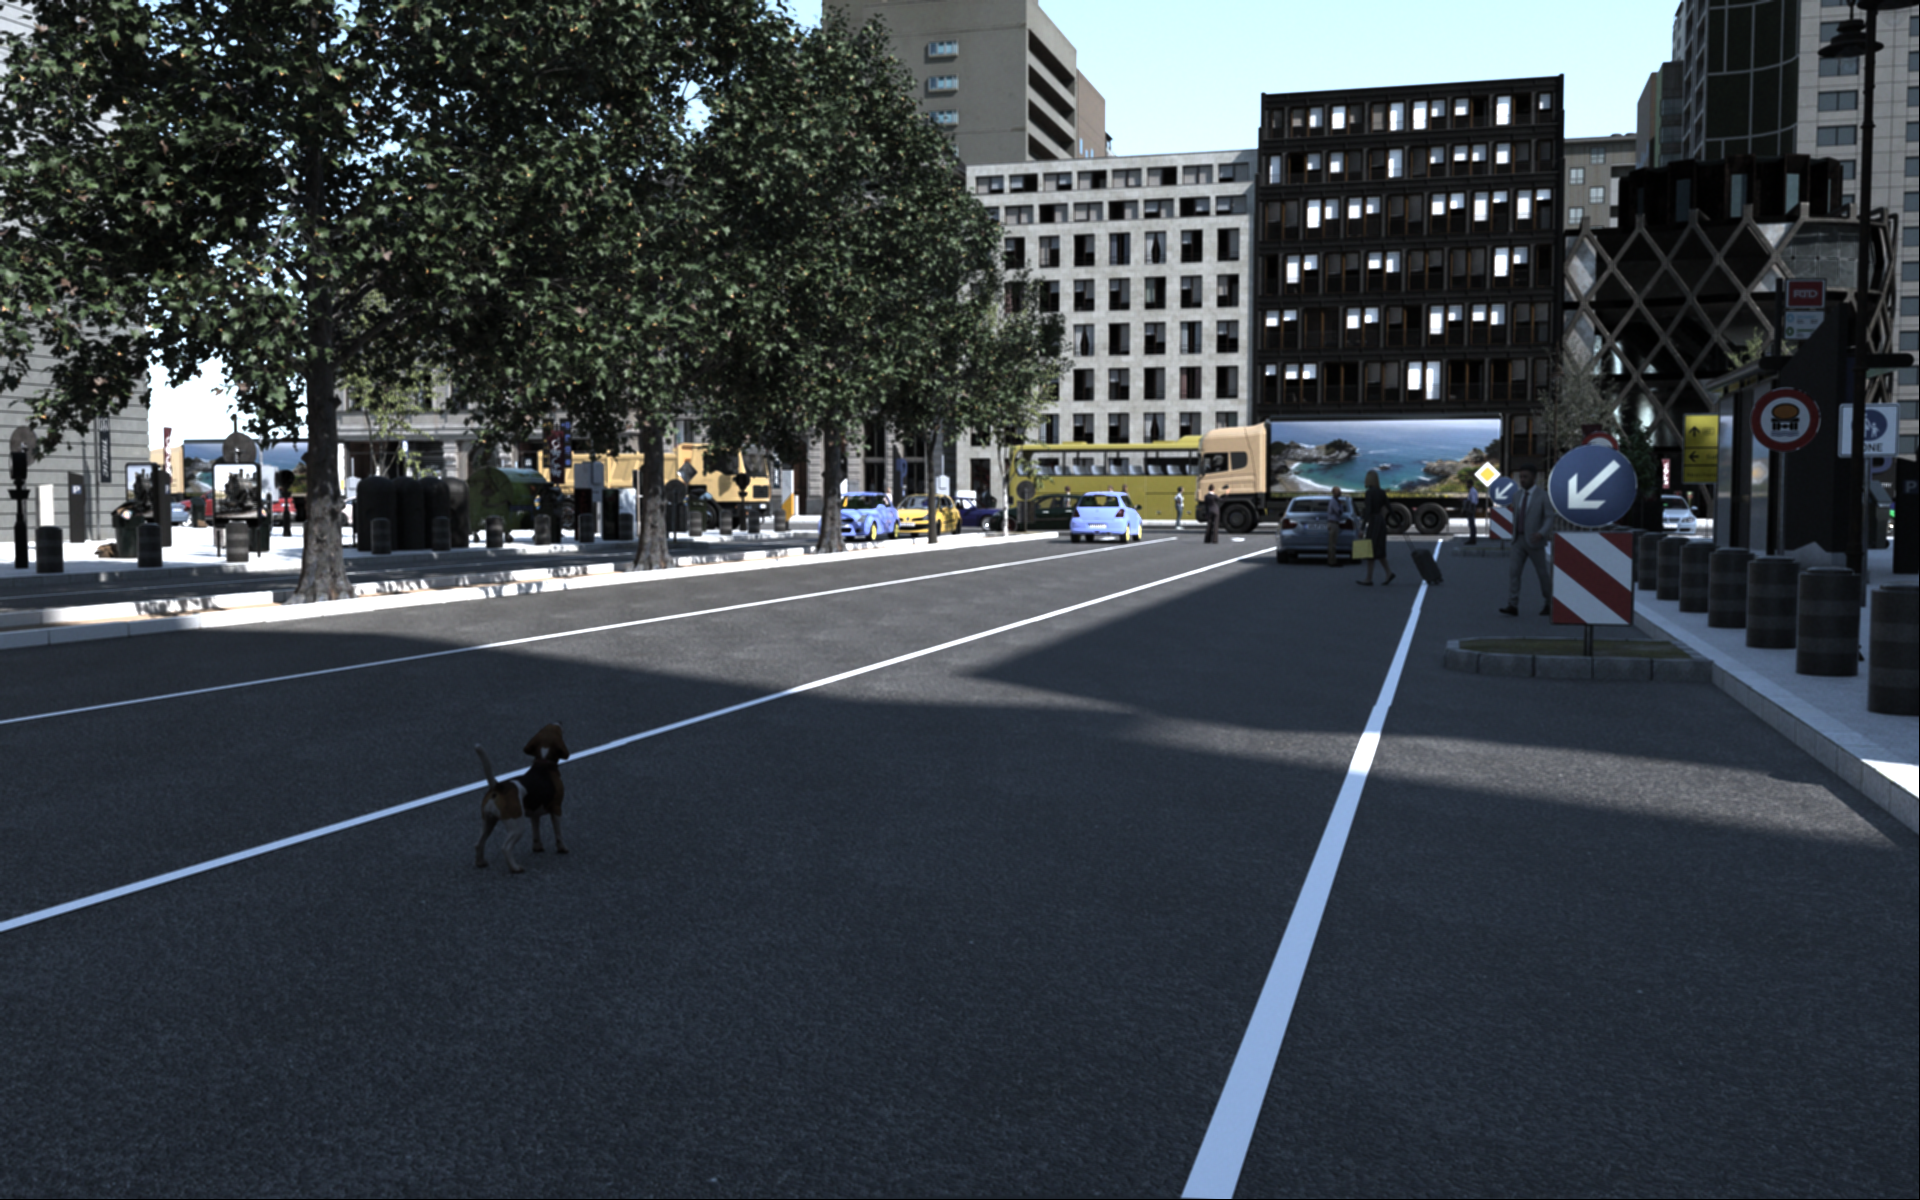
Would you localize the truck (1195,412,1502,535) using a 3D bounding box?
[{"bbox_3d":[13.526,-4.484,62.227,11.283,4.237,2.839,1,4,16],"label":"truck"}]

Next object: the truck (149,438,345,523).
[{"bbox_3d":[-37.058,-6.111,88.826,11.283,4.237,2.839,1,4,17],"label":"truck"}]

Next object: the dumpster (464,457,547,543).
[{"bbox_3d":[-11.981,-2.649,45.804,1.502,2.255,1.985,1,4,16],"label":"dumpster"}]

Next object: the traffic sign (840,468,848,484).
[{"bbox_3d":[-4.217,-3.392,59.107,0.795,2.450,0.064,1,4,16],"label":"traffic sign"}]

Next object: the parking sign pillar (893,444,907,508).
[{"bbox_3d":[-3.272,-6.500,94.743,1.447,3.967,1.447,1,4,17],"label":"parking sign pillar"}]

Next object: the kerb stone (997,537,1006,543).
[{"bbox_3d":[1.092,-1.735,50.570,0.120,0.150,1.000,1,4,16],"label":"kerb stone"}]

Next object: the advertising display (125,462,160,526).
[{"bbox_3d":[-16.825,-1.862,35.663,0.974,1.923,0.123,2,4,32],"label":"advertising display"}]

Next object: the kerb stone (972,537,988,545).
[{"bbox_3d":[0.526,-1.612,48.599,0.120,0.150,1.000,1,4,16],"label":"kerb stone"}]

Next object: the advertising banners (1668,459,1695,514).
[{"bbox_3d":[35.535,-5.476,85.725,2.074,3.025,0.090,-1,4,-18],"label":"advertising banners"}]

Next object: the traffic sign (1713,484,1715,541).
[{"bbox_3d":[19.515,-2.608,44.774,0.606,2.300,0.079,1,4,22],"label":"traffic sign"}]

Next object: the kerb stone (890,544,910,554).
[{"bbox_3d":[-1.463,-1.191,41.675,0.120,0.150,1.000,1,4,16],"label":"kerb stone"}]

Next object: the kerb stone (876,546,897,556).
[{"bbox_3d":[-1.750,-1.131,40.686,0.120,0.150,1.000,1,4,16],"label":"kerb stone"}]

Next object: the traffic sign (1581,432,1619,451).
[{"bbox_3d":[13.068,-2.162,35.451,0.768,2.556,0.104,2,4,25],"label":"traffic sign"}]

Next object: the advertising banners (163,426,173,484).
[{"bbox_3d":[-20.571,-2.944,44.323,0.090,3.025,2.074,0,4,-1],"label":"advertising banners"}]

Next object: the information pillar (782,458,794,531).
[{"bbox_3d":[-5.953,-4.180,59.699,0.504,3.616,0.183,3,4,37],"label":"information pillar"}]

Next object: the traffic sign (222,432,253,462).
[{"bbox_3d":[-14.752,-2.156,35.353,0.768,2.556,0.104,1,4,19],"label":"traffic sign"}]

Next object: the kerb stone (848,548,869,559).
[{"bbox_3d":[-2.318,-1.004,38.716,0.120,0.150,1.000,1,4,16],"label":"kerb stone"}]

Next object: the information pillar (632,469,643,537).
[{"bbox_3d":[-9.590,-2.897,51.857,0.304,2.012,0.304,-3,5,-44],"label":"information pillar"}]

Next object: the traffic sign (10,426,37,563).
[{"bbox_3d":[-17.436,-1.967,32.262,0.768,2.556,0.104,2,4,24],"label":"traffic sign"}]

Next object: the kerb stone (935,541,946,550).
[{"bbox_3d":[-0.615,-1.371,44.643,0.120,0.150,1.000,1,4,16],"label":"kerb stone"}]

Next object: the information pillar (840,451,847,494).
[{"bbox_3d":[-6.342,-6.281,94.044,0.183,3.616,0.504,3,5,40],"label":"information pillar"}]

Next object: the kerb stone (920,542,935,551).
[{"bbox_3d":[-0.902,-1.312,43.652,0.120,0.150,1.000,1,4,16],"label":"kerb stone"}]

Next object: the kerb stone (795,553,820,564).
[{"bbox_3d":[-3.166,-0.827,35.740,0.120,0.150,1.000,1,4,16],"label":"kerb stone"}]

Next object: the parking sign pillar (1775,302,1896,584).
[{"bbox_3d":[12.440,-2.240,25.099,1.447,3.967,1.447,-1,4,-9],"label":"parking sign pillar"}]

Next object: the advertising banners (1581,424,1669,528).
[{"bbox_3d":[16.314,-2.846,42.718,2.074,3.025,0.090,3,5,42],"label":"advertising banners"}]

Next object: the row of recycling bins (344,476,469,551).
[{"bbox_3d":[-12.646,-2.031,40.314,1.069,1.692,3.534,1,4,20],"label":"row of recycling bins"}]

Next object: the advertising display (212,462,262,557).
[{"bbox_3d":[-14.620,-1.825,35.051,0.974,1.923,0.123,0,4,5],"label":"advertising display"}]

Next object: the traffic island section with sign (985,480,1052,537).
[{"bbox_3d":[2.042,-3.027,57.625,2.006,1.907,1.989,1,4,16],"label":"traffic island section with sign"}]

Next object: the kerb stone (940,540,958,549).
[{"bbox_3d":[-0.325,-1.432,45.626,0.120,0.150,1.000,1,4,16],"label":"kerb stone"}]

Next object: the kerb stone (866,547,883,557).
[{"bbox_3d":[-2.034,-1.071,39.701,0.120,0.150,1.000,1,4,16],"label":"kerb stone"}]

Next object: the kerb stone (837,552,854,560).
[{"bbox_3d":[-2.597,-0.950,37.729,0.120,0.150,1.000,1,4,16],"label":"kerb stone"}]

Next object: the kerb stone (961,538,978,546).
[{"bbox_3d":[0.233,-1.550,47.613,0.120,0.150,1.000,1,4,16],"label":"kerb stone"}]

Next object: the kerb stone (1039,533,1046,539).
[{"bbox_3d":[2.516,-2.039,55.541,0.120,0.150,1.000,1,4,16],"label":"kerb stone"}]

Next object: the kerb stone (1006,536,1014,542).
[{"bbox_3d":[1.364,-1.796,51.562,0.120,0.150,1.000,1,4,16],"label":"kerb stone"}]

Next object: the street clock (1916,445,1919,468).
[{"bbox_3d":[12.382,-1.064,21.960,0.471,2.002,0.358,-1,4,-11],"label":"street clock"}]

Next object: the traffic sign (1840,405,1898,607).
[{"bbox_3d":[10.269,-1.070,19.628,0.606,2.300,0.079,1,4,22],"label":"traffic sign"}]

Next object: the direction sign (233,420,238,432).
[{"bbox_3d":[-20.412,-3.479,48.877,0.379,3.537,0.876,-1,4,-18],"label":"direction sign"}]

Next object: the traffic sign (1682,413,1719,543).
[{"bbox_3d":[19.312,-3.030,43.413,2.265,3.308,0.079,1,4,19],"label":"traffic sign"}]

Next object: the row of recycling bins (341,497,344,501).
[{"bbox_3d":[-38.303,-5.937,104.176,3.534,1.692,1.069,1,4,15],"label":"row of recycling bins"}]

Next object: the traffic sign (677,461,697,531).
[{"bbox_3d":[-9.458,-3.597,60.001,0.795,2.450,0.064,1,4,17],"label":"traffic sign"}]

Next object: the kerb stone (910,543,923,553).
[{"bbox_3d":[-1.182,-1.252,42.661,0.120,0.150,1.000,1,4,16],"label":"kerb stone"}]

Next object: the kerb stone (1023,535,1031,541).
[{"bbox_3d":[1.941,-1.916,53.546,0.120,0.150,1.000,1,4,16],"label":"kerb stone"}]

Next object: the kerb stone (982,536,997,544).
[{"bbox_3d":[0.807,-1.675,49.585,0.120,0.150,1.000,1,4,16],"label":"kerb stone"}]

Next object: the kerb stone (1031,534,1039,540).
[{"bbox_3d":[2.224,-1.970,54.544,0.120,0.150,1.000,1,4,16],"label":"kerb stone"}]

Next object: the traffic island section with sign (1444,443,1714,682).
[{"bbox_3d":[5.072,-0.352,14.381,1.989,1.847,2.006,1,4,16],"label":"traffic island section with sign"}]

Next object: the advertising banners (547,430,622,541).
[{"bbox_3d":[-10.358,-3.151,47.710,2.074,3.025,0.090,-1,4,-19],"label":"advertising banners"}]

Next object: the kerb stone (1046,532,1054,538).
[{"bbox_3d":[2.803,-2.100,56.533,0.120,0.150,1.000,1,4,16],"label":"kerb stone"}]

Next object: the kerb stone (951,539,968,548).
[{"bbox_3d":[-0.050,-1.493,46.614,0.120,0.150,1.000,1,4,16],"label":"kerb stone"}]

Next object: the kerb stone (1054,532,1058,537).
[{"bbox_3d":[3.081,-2.160,57.520,0.120,0.150,1.000,1,4,16],"label":"kerb stone"}]

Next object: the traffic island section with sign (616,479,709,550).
[{"bbox_3d":[-7.747,-2.269,45.727,1.989,1.847,2.006,1,4,16],"label":"traffic island section with sign"}]

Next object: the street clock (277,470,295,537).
[{"bbox_3d":[-20.173,-2.893,51.864,0.471,2.002,0.358,-3,5,-39],"label":"street clock"}]

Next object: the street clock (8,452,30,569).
[{"bbox_3d":[-16.231,-1.549,29.897,0.358,2.002,0.471,-2,4,-34],"label":"street clock"}]

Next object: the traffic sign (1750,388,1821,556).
[{"bbox_3d":[9.896,-1.268,20.840,0.768,2.556,0.104,1,4,18],"label":"traffic sign"}]

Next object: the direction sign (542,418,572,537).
[{"bbox_3d":[-12.043,-3.660,51.830,0.876,3.537,0.379,0,4,4],"label":"direction sign"}]

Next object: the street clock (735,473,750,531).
[{"bbox_3d":[-7.483,-3.374,59.740,0.471,2.002,0.358,1,4,21],"label":"street clock"}]

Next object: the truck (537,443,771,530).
[{"bbox_3d":[-11.416,-4.352,67.077,9.791,3.379,3.469,1,4,16],"label":"truck"}]

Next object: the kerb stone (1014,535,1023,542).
[{"bbox_3d":[1.657,-1.856,52.548,0.120,0.150,1.000,1,4,16],"label":"kerb stone"}]

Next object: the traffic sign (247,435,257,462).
[{"bbox_3d":[-15.139,-2.226,36.509,0.768,2.556,0.104,1,4,22],"label":"traffic sign"}]

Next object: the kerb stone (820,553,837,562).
[{"bbox_3d":[-2.882,-0.889,36.736,0.120,0.150,1.000,1,4,16],"label":"kerb stone"}]
